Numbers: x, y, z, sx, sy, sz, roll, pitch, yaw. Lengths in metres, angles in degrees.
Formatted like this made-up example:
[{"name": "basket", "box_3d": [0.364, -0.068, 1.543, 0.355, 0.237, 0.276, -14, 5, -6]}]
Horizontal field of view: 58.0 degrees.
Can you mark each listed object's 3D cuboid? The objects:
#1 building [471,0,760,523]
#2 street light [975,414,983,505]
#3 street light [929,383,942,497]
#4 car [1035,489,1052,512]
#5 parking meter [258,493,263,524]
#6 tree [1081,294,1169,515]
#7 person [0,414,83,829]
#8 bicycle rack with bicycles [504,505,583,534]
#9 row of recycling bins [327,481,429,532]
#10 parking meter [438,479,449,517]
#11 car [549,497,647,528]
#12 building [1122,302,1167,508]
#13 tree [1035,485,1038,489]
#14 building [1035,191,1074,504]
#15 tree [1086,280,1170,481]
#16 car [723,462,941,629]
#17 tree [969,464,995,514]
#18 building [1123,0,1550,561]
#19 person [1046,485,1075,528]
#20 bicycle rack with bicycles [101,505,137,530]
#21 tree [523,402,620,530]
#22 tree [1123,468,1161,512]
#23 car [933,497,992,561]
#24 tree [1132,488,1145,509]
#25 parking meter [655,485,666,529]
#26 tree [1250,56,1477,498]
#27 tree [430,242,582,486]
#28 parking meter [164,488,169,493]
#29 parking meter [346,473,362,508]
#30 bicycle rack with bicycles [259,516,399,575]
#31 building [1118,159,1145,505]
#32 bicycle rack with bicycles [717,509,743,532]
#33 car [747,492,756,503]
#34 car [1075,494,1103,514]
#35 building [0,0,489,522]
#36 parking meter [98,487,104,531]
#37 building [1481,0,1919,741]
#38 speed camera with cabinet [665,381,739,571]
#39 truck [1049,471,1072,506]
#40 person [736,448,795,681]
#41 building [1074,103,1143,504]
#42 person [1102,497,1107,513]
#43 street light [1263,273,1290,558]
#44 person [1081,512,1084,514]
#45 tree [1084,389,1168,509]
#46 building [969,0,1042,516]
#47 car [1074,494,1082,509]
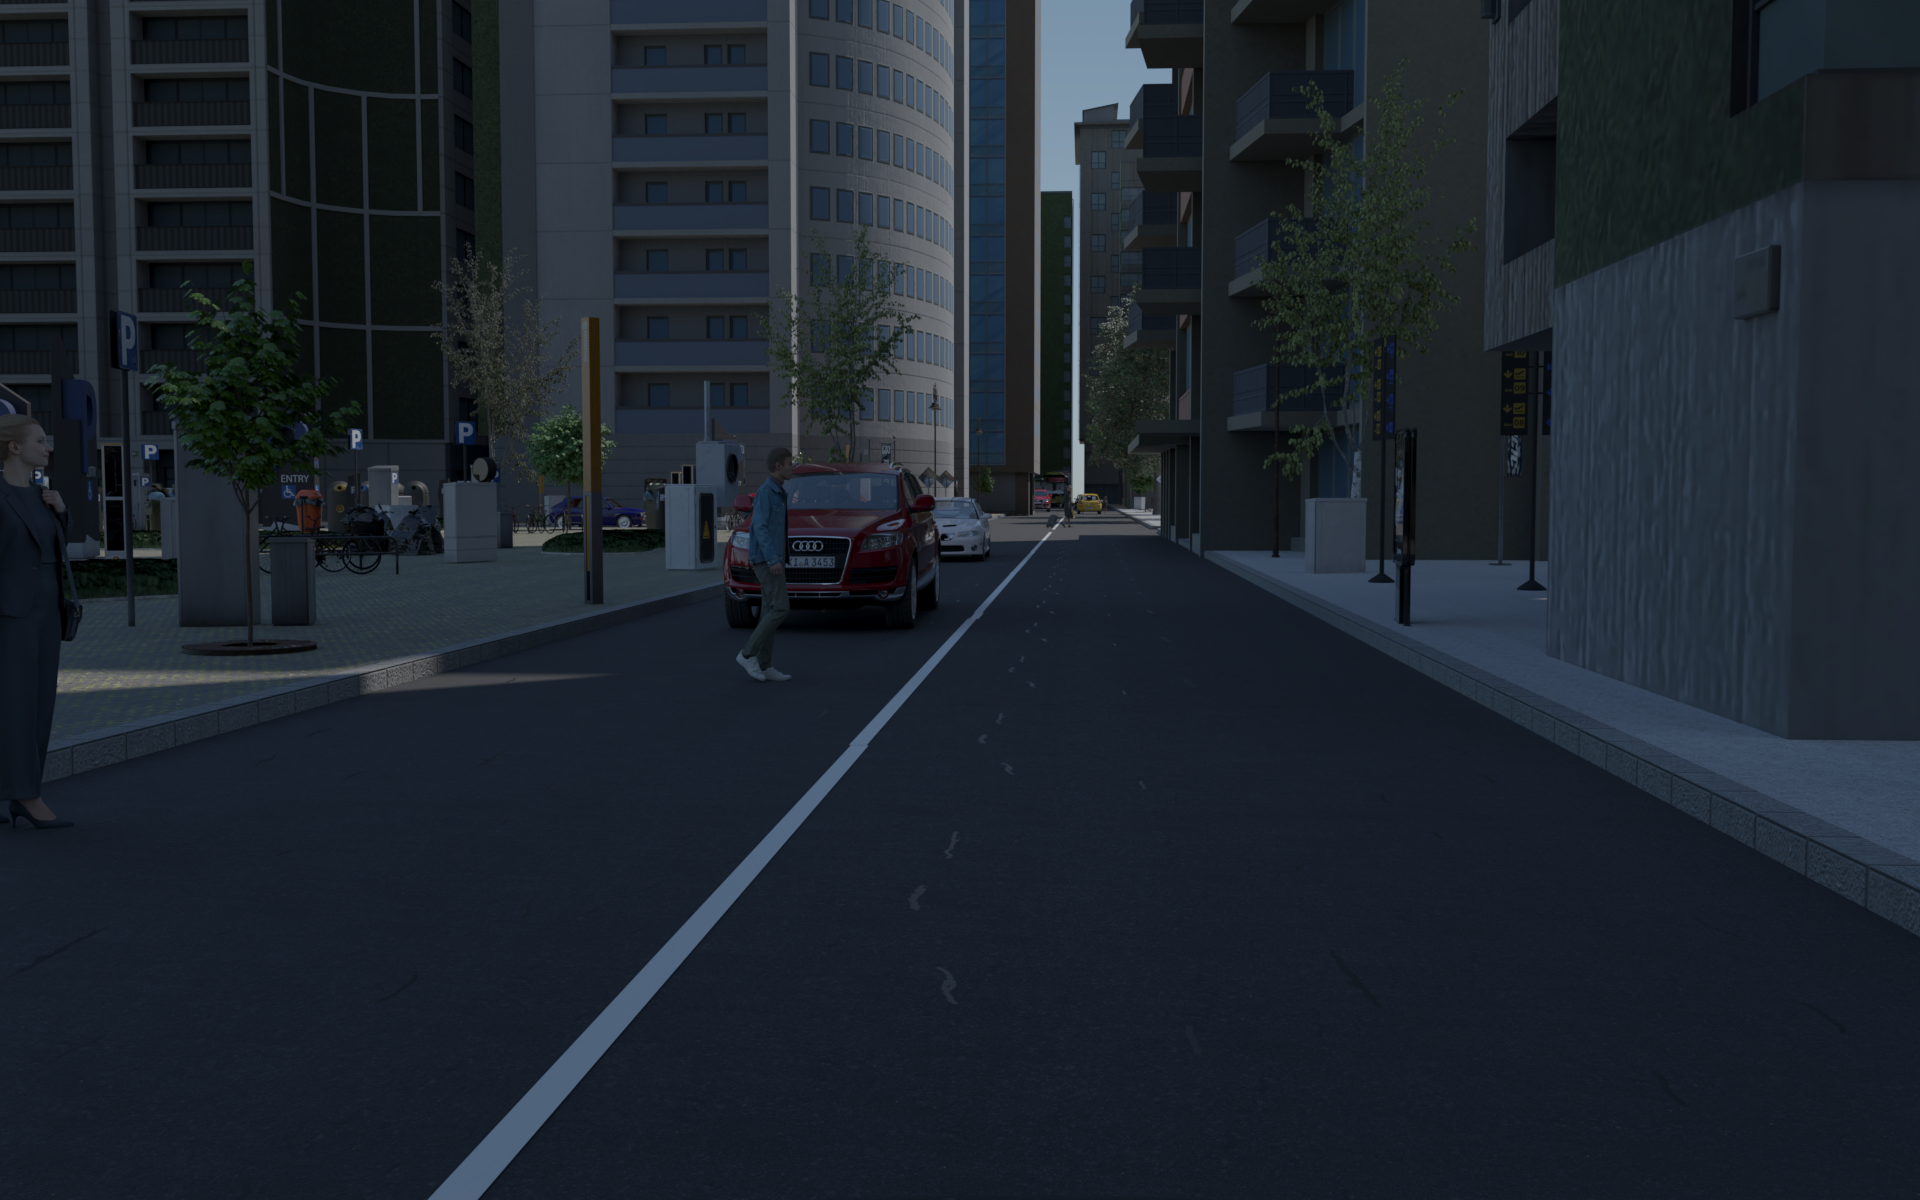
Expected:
[{"name": "building", "box_3d": [-10.939, -33.503, 89.773, 21.231, 58.520, 28.212, 0, 4, 4]}, {"name": "street light", "box_3d": [1.074, -7.751, 99.510, 0.468, 5.910, 1.993, 0, 4, 4]}, {"name": "street light", "box_3d": [-1.029, -6.066, 71.971, 0.468, 5.910, 1.993, 0, 4, 4]}, {"name": "car", "box_3d": [6.224, -7.948, 138.628, 2.281, 1.827, 5.304, 0, 4, 2]}, {"name": "parking meter", "box_3d": [-29.858, -4.174, 73.957, 0.255, 1.863, 0.399, 3, 5, 44]}, {"name": "tree", "box_3d": [12.476, -12.331, 108.270, 9.857, 13.997, 8.962, 0, 3, 0]}, {"name": "person", "box_3d": [-4.079, 0.093, 7.406, 0.534, 1.772, 0.576, -1, 4, -12]}, {"name": "bicycle rack with bicycles", "box_3d": [-13.600, -2.657, 56.830, 2.852, 0.926, 2.925, -2, 4, -28]}, {"name": "row of recycling bins", "box_3d": [-18.551, -2.945, 55.260, 3.534, 1.692, 1.069, 1, 4, 13]}, {"name": "parking meter", "box_3d": [-19.278, -3.609, 64.717, 0.399, 1.863, 0.255, -1, 4, -11]}, {"name": "car", "box_3d": [-14.431, -3.490, 69.641, 3.894, 1.354, 1.945, 0, 4, 6]}, {"name": "building", "box_3d": [30.025, -19.762, 168.144, 27.650, 21.520, 28.899, 0, 4, 4]}, {"name": "tree", "box_3d": [8.227, -12.955, 206.419, 1.663, 3.219, 1.824, 0, 3, 0]}, {"name": "building", "box_3d": [8.414, -33.797, 236.171, 14.086, 41.232, 14.154, 0, 4, 4]}, {"name": "tree", "box_3d": [10.915, -10.516, 88.949, 9.611, 12.733, 9.660, 0, 3, 0]}, {"name": "car", "box_3d": [-1.373, -0.705, 20.200, 2.281, 1.827, 5.304, 0, 4, 4]}, {"name": "tree", "box_3d": [1.643, -7.075, 110.283, 1.663, 3.219, 1.824, 0, 3, 0]}, {"name": "building", "box_3d": [15.629, -23.903, 45.441, 22.147, 44.769, 28.867, 0, 4, 4]}, {"name": "person", "box_3d": [4.319, -3.988, 73.917, 1.509, 1.804, 0.699, -2, 4, -31]}, {"name": "bicycle rack with bicycles", "box_3d": [-28.895, -2.700, 57.527, 2.852, 0.926, 2.925, -3, 4, -38]}, {"name": "tree", "box_3d": [-13.856, -4.774, 61.761, 4.285, 4.588, 4.351, 0, 3, 0]}, {"name": "tree", "box_3d": [15.041, -9.482, 138.740, 4.285, 4.588, 4.351, 0, 3, 0]}, {"name": "car", "box_3d": [-0.303, -1.598, 38.484, 2.083, 1.381, 4.827, 0, 4, 3]}, {"name": "tree", "box_3d": [15.721, -9.685, 152.953, 1.663, 3.219, 1.824, 0, 3, 0]}, {"name": "parking meter", "box_3d": [-8.192, -2.396, 47.584, 0.372, 1.533, 0.369, 0, 3, 0]}, {"name": "tree", "box_3d": [6.904, -4.878, 30.110, 4.737, 8.622, 4.395, 0, 3, 0]}, {"name": "tree", "box_3d": [-13.602, -6.179, 51.389, 4.360, 8.622, 3.978, 0, 3, 0]}, {"name": "parking meter", "box_3d": [-27.271, -3.113, 59.312, 0.372, 1.533, 0.369, 0, 3, 0]}, {"name": "parking meter", "box_3d": [-16.854, -2.596, 48.152, 0.399, 1.863, 0.255, -1, 4, -21]}, {"name": "bicycle rack with bicycles", "box_3d": [-10.430, -0.884, 27.831, 2.925, 0.926, 2.852, -3, 4, -36]}, {"name": "building", "box_3d": [26.649, -32.428, 213.793, 14.154, 41.232, 14.086, 0, 4, 4]}, {"name": "bicycle rack with bicycles", "box_3d": [-7.159, -2.792, 59.034, 2.852, 0.926, 2.925, -2, 4, -35]}, {"name": "car", "box_3d": [-6.816, -3.564, 67.312, 4.494, 1.783, 2.155, 0, 4, 3]}, {"name": "car", "box_3d": [9.266, -6.977, 124.296, 2.015, 1.641, 3.980, 0, 4, 3]}, {"name": "building", "box_3d": [-34.419, -39.439, 83.076, 20.611, 71.187, 20.563, 0, 4, 4]}, {"name": "parking meter", "box_3d": [-21.742, -2.147, 43.521, 0.372, 1.533, 0.369, 0, 3, 0]}, {"name": "building", "box_3d": [11.815, -14.846, 14.440, 14.160, 30.474, 14.107, 0, 4, 4]}, {"name": "speed camera with cabinet", "box_3d": [-4.395, -2.159, 29.641, 0.660, 3.252, 2.038, 1, 4, 13]}, {"name": "truck", "box_3d": [12.107, -13.501, 209.653, 2.839, 4.237, 11.283, 0, 4, 6]}, {"name": "person", "box_3d": [-1.478, -0.269, 13.237, 0.444, 1.785, 0.601, 1, 4, 9]}, {"name": "building", "box_3d": [29.654, -39.882, 241.305, 27.495, 52.752, 28.713, 0, 4, 4]}, {"name": "person", "box_3d": [10.868, -7.145, 129.996, 0.362, 1.253, 0.373, 0, 4, 5]}, {"name": "street light", "box_3d": [6.393, -3.799, 34.899, 0.468, 5.910, 1.993, 0, 4, 4]}, {"name": "person", "box_3d": [9.001, -6.984, 127.364, 0.332, 1.250, 0.352, 1, 4, 19]}, {"name": "tree", "box_3d": [14.246, -13.498, 146.439, 9.928, 11.665, 9.643, 0, 3, 0]}, {"name": "building", "box_3d": [-1.564, -28.662, 118.729, 14.600, 45.320, 14.200, 0, 4, 4]}, {"name": "car", "box_3d": [11.896, -9.554, 165.990, 2.009, 1.686, 4.222, 0, 4, 4]}]
